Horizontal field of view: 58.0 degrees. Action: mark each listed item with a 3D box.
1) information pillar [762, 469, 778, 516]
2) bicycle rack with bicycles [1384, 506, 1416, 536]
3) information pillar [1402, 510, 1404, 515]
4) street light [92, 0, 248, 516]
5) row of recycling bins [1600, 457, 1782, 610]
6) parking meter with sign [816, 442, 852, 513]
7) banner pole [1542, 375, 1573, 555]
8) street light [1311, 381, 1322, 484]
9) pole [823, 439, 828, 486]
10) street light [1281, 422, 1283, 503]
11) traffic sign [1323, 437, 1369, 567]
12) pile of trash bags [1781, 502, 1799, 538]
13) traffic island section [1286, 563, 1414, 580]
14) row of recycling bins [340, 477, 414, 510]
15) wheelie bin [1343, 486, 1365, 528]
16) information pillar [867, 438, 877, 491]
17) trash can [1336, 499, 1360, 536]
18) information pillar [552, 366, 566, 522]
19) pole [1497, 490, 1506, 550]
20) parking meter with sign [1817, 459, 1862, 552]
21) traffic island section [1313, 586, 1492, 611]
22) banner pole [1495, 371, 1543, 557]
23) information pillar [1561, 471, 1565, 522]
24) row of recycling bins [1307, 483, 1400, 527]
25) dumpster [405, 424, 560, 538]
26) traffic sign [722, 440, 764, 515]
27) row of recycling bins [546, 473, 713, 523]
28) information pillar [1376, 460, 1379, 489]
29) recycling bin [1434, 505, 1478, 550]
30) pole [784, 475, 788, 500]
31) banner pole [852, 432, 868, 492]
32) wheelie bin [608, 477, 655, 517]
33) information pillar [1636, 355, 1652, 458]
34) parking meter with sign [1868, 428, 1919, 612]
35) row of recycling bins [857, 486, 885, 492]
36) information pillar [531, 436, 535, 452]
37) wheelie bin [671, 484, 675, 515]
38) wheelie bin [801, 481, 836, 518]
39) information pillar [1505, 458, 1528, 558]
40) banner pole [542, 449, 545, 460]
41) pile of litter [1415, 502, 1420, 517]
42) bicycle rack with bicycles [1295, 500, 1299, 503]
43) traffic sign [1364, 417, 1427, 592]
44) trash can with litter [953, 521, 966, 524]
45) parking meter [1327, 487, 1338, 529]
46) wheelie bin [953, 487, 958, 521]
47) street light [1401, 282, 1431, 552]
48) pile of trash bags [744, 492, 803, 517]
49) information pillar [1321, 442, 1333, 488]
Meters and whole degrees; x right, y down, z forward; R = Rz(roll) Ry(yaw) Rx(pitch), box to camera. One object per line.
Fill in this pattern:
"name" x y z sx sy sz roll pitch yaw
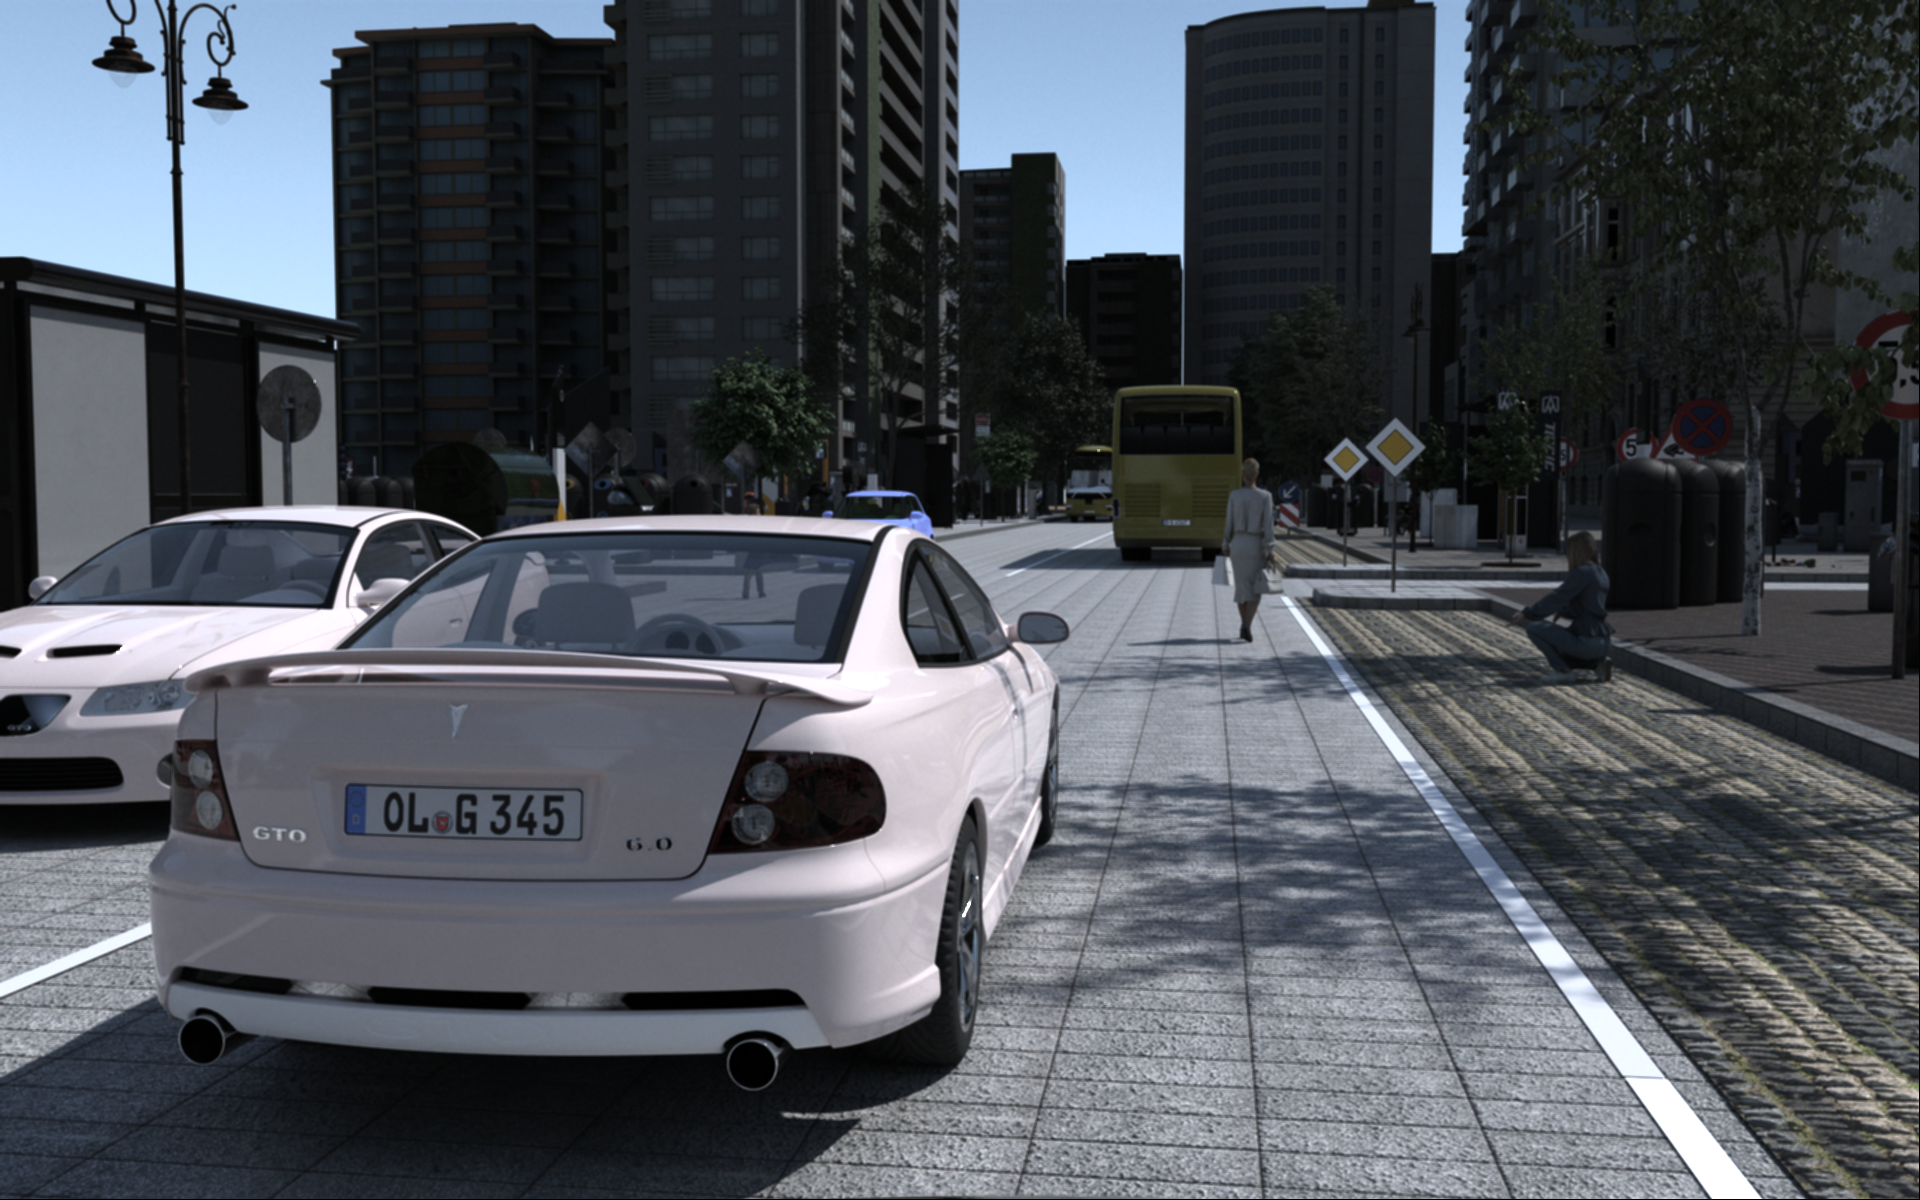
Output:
"information pillar" -5.735 -3.736 52.445 0.504 3.616 0.183 -1 4 -18
"bicycle rack with bicycles" 14.044 -2.429 53.095 2.852 0.926 2.925 3 5 39
"information pillar" 26.302 -5.987 102.386 0.304 2.012 0.304 -1 4 -14
"street light" -6.799 -2.588 15.102 0.468 5.910 1.993 0 4 8
"row of recycling bins" 8.649 -0.819 20.511 1.069 1.692 3.534 3 5 43
"parking meter with sign" -4.022 -3.824 58.787 1.738 3.016 0.543 -3 4 -38
"banner pole" 12.683 -2.861 36.798 0.863 3.779 0.401 3 4 38
"street light" 14.665 -6.022 71.245 0.468 5.910 1.993 0 4 8
"pole" -5.008 -4.320 64.483 0.158 3.312 0.155 0 3 0
"street light" 19.354 -8.024 103.981 0.468 5.910 1.993 0 4 8
"traffic sign" 6.776 -1.640 30.451 0.795 2.450 0.064 0 4 8
"pile of trash bags" 24.029 -2.522 50.981 3.447 1.369 1.912 0 4 -2
"traffic island section" 6.801 -0.504 30.524 2.009 0.180 2.903 0 4 8
"row of recycling bins" -14.174 -2.108 41.579 1.069 1.692 3.534 1 4 21
"wheelie bin" 14.968 -3.535 65.709 0.693 1.594 0.980 -1 4 -21
"information pillar" -3.627 -4.931 71.970 0.504 3.616 0.183 3 5 39
"trash can" 11.818 -2.519 52.837 0.748 1.137 0.748 0 3 0
"information pillar" -7.288 -2.456 31.506 0.183 3.616 0.504 0 4 5
"pole" 12.509 -2.819 39.926 0.158 3.312 0.155 0 3 0
"parking meter with sign" 19.908 -2.563 38.163 1.738 3.016 0.543 3 4 38
"traffic island section" 5.677 -0.021 22.619 2.009 0.180 2.903 0 4 8
"banner pole" 11.331 -2.777 35.415 0.863 3.779 0.401 0 4 -1
"information pillar" 27.991 -5.441 80.309 0.183 3.616 0.504 2 4 25
"row of recycling bins" 15.276 -3.681 67.303 3.534 1.692 1.069 1 4 16
"dumpster" -6.635 -1.321 24.096 1.502 2.255 1.985 0 4 8
"traffic sign" -4.007 -1.734 31.998 0.795 2.450 0.064 0 4 8
"row of recycling bins" -6.621 -1.677 34.534 3.534 1.692 1.069 1 4 10
"information pillar" 19.296 -5.428 80.103 0.183 3.616 0.504 0 4 3
"recycling bin" 11.467 -1.683 40.066 0.722 1.027 0.722 -2 4 -34
"pole" -10.493 -6.753 104.247 0.158 3.312 0.155 0 3 0
"banner pole" -4.085 -4.890 69.966 0.863 3.779 0.401 2 4 28
"wheelie bin" -6.040 -1.457 31.736 0.693 1.594 0.980 1 4 14
"information pillar" 11.454 -2.307 29.075 0.183 3.616 0.504 0 4 4
"parking meter with sign" 10.809 -1.402 19.180 1.738 3.016 0.543 -2 4 -29
"row of recycling bins" -4.387 -4.772 85.138 1.069 1.692 3.534 1 4 13
"information pillar" -17.070 -4.769 69.329 0.183 3.616 0.504 -1 4 -23
"wheelie bin" -8.485 -2.764 53.105 0.980 1.594 0.693 2 4 25
"wheelie bin" -3.527 -2.181 43.565 0.693 1.594 0.980 2 4 32
"information pillar" 11.203 -1.857 34.849 0.304 2.012 0.304 -1 4 -20
"banner pole" -23.186 -6.521 96.627 0.401 3.779 0.863 0 4 4
"pile of litter" 25.733 -5.148 98.138 1.176 0.858 1.719 -2 4 -28
"bicycle rack with bicycles" 20.937 -5.500 103.303 2.852 0.926 2.925 1 4 20
"traffic sign" 5.652 -1.156 22.545 0.795 2.450 0.064 0 4 8
"trash can with litter" -0.574 -3.869 74.309 1.678 1.210 2.233 0 4 -2
"parking meter" 13.578 -3.350 63.183 0.372 1.533 0.369 0 3 0
"wheelie bin" -0.536 -4.451 80.678 0.980 1.594 0.693 2 4 34
"street light" 9.973 -3.988 37.987 0.468 5.910 1.993 0 4 8
"pile of trash bags" -8.351 -4.315 80.302 3.447 1.369 1.912 0 4 -1
"information pillar" 15.817 -5.095 74.652 0.504 3.616 0.183 1 4 22
